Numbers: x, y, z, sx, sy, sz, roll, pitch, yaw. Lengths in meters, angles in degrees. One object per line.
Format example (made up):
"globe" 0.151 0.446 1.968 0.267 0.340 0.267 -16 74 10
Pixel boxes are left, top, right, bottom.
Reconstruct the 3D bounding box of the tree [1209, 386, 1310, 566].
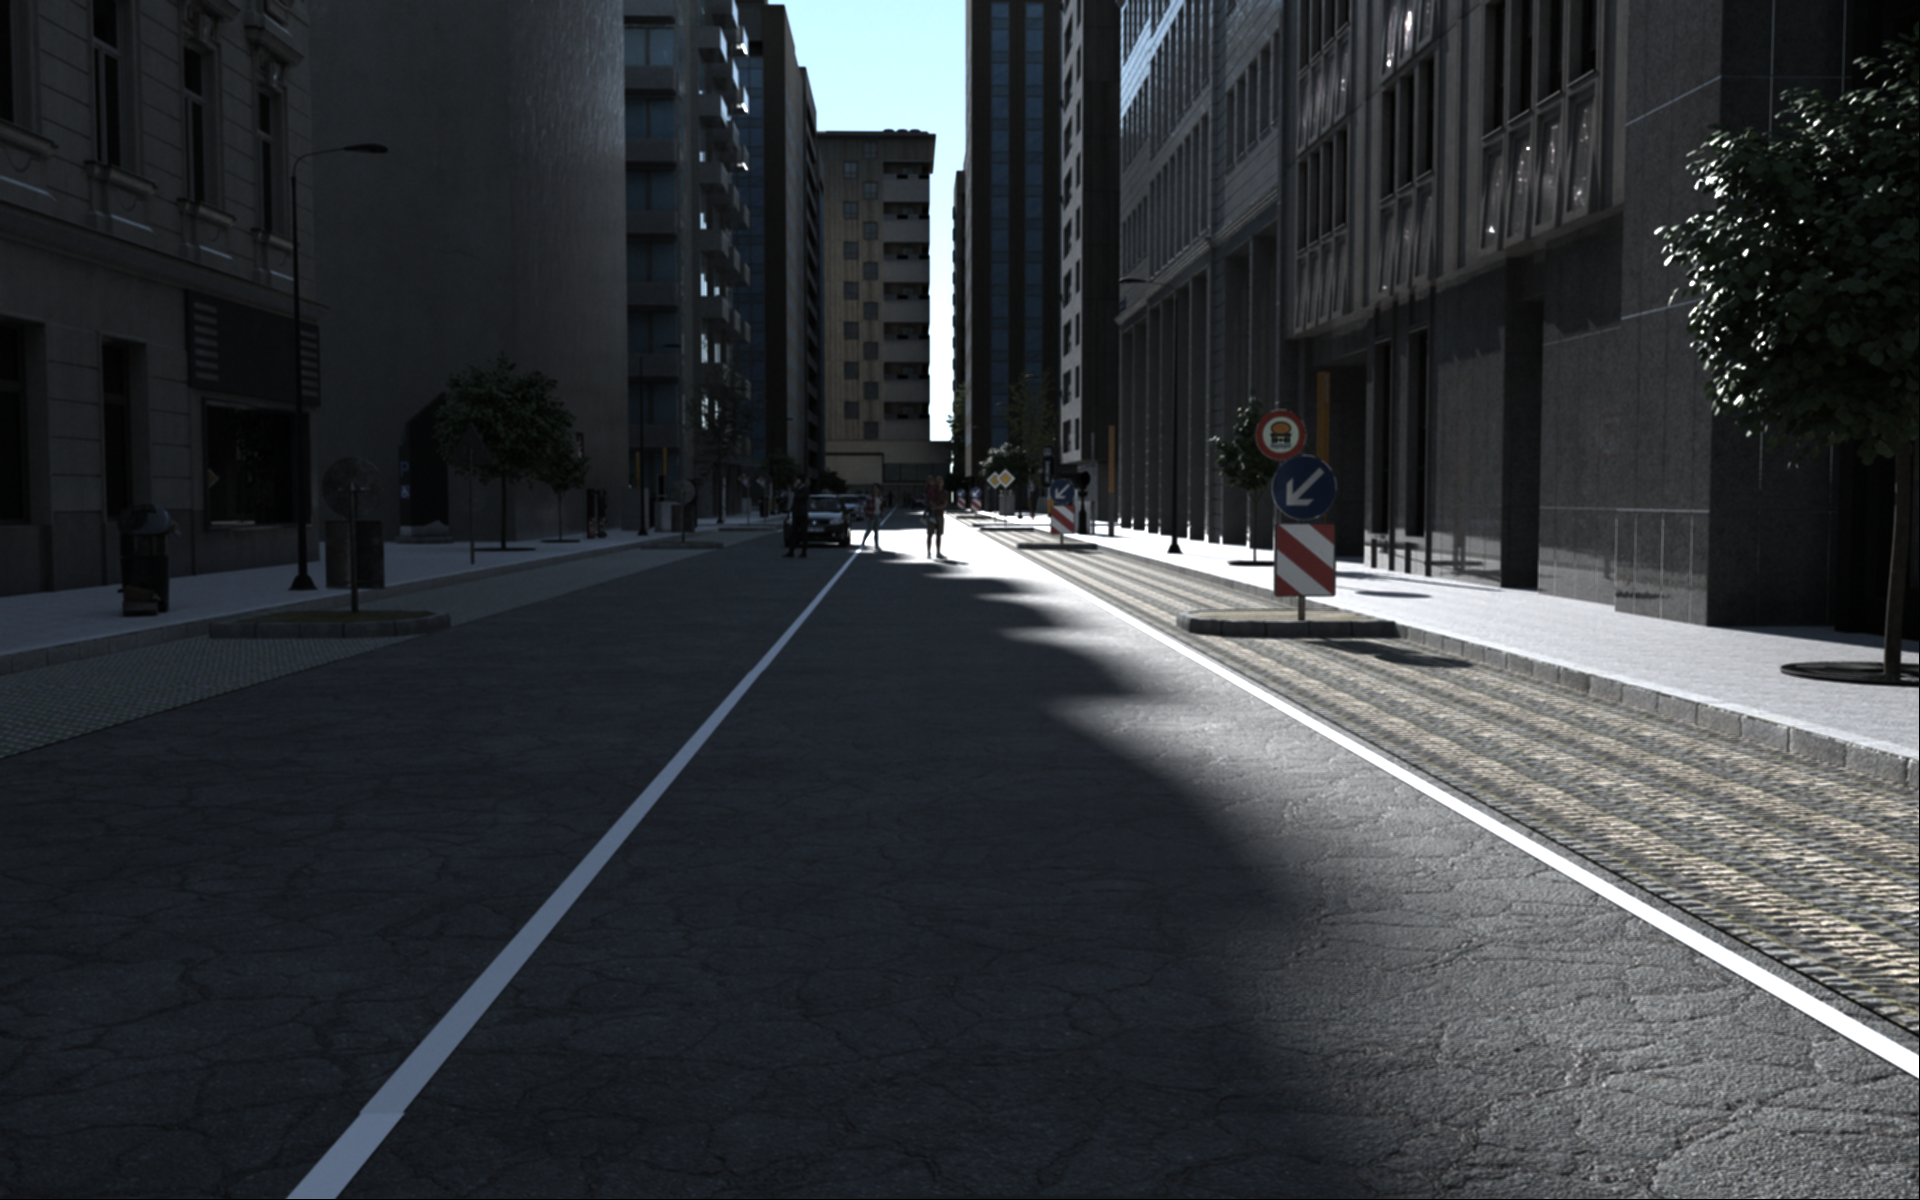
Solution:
"tree" 5.241 -2.250 31.388 1.663 3.219 1.824 0 3 0

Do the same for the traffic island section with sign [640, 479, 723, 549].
"traffic island section with sign" -7.276 -2.258 45.552 1.989 1.847 2.006 0 4 -2

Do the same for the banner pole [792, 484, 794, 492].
"banner pole" -14.269 -9.694 148.512 0.401 3.779 0.863 -2 4 -29

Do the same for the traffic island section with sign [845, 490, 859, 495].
"traffic island section with sign" -11.331 -10.326 177.451 1.989 1.847 2.006 0 4 -2

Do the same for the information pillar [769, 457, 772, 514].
"information pillar" -12.041 -7.291 110.567 0.183 3.616 0.504 1 4 12

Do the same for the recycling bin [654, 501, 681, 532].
"recycling bin" -9.895 -2.819 58.646 0.722 1.027 0.722 -2 4 -29

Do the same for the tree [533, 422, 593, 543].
"tree" -10.541 -3.152 46.133 1.663 3.219 1.824 0 3 0

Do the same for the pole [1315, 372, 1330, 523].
"pole" 6.067 -2.150 28.989 0.158 3.312 0.155 0 3 0

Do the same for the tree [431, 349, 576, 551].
"tree" -10.407 -3.405 39.381 4.285 4.588 4.351 0 3 0

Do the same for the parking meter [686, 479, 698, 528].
"parking meter" -10.178 -3.676 65.814 0.399 1.863 0.255 0 4 4

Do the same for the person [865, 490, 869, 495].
"person" -8.906 -9.629 166.077 1.348 1.807 0.705 -2 4 -27

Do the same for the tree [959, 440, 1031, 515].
"tree" 2.897 -7.861 112.248 4.285 4.588 4.351 0 3 0

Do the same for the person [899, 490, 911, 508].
"person" -5.673 -10.415 178.865 1.350 1.814 0.705 0 4 -1

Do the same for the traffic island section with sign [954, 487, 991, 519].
"traffic island section with sign" 0.795 -5.648 100.972 1.989 1.847 2.006 0 4 -2

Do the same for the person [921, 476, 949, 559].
"person" -0.580 -1.830 38.401 0.573 1.828 0.580 2 4 34

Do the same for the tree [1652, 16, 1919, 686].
"tree" 6.503 -1.733 12.053 4.285 4.588 4.351 0 3 0

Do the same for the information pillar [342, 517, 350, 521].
"information pillar" -14.854 -2.301 42.107 0.304 2.012 0.304 -2 4 -24

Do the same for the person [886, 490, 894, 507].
"person" -7.700 -11.160 190.930 1.348 1.831 0.705 3 5 39

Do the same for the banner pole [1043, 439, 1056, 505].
"banner pole" 4.096 -5.413 78.527 0.863 3.779 0.401 2 4 34

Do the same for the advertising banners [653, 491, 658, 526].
"advertising banners" -12.452 -4.350 67.314 2.074 3.025 0.090 -1 4 -10

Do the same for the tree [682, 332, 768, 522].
"tree" -10.851 -7.890 79.370 4.360 8.622 3.978 0 3 0

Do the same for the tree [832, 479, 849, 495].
"tree" -15.224 -14.148 225.926 1.663 3.219 1.824 0 3 0

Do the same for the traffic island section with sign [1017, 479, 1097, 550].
"traffic island section with sign" 2.501 -2.245 45.337 1.989 1.847 2.006 0 4 -2

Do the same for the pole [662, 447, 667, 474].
"pole" -12.906 -5.012 75.785 0.158 3.312 0.155 0 3 0

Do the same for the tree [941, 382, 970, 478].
"tree" 1.851 -14.639 157.467 7.486 12.596 7.792 0 3 0

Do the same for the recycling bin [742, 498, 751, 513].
"recycling bin" -14.378 -6.281 115.254 0.722 1.027 0.722 -3 5 -41

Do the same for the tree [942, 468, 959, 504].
"tree" 0.670 -11.557 172.676 4.285 4.588 4.351 0 3 0

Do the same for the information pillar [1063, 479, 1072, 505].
"information pillar" 5.162 -4.823 83.342 0.304 2.012 0.304 -3 4 -37

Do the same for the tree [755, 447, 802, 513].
"tree" -12.522 -8.310 119.575 4.285 4.588 4.351 0 3 0

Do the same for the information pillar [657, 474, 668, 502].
"information pillar" -10.921 -3.615 63.591 0.304 2.012 0.304 0 4 5

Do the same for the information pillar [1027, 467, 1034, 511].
"information pillar" 5.339 -8.525 130.738 0.504 3.616 0.183 -1 4 -13

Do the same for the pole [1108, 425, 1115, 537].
"pole" 4.509 -3.528 51.529 0.158 3.312 0.155 0 3 0

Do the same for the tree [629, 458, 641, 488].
"tree" -15.338 -5.083 77.707 1.663 3.219 1.824 0 3 0

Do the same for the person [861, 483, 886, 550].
"person" -2.228 -2.162 44.680 0.563 1.720 0.643 -3 5 -41

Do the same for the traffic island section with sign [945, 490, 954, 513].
"traffic island section with sign" -0.036 -7.309 128.129 1.989 1.847 2.006 0 4 -2

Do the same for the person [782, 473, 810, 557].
"person" -3.685 -1.923 39.298 0.474 1.900 0.648 -3 5 -42

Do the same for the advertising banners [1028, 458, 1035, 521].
"advertising banners" 3.424 -5.302 82.878 0.090 3.025 2.074 0 4 -6

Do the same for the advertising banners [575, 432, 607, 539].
"advertising banners" -10.625 -3.283 49.866 0.090 3.025 2.074 1 4 12

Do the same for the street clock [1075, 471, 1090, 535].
"street clock" 3.892 -3.080 54.920 0.358 2.002 0.471 3 5 44

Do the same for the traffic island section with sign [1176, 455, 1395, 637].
"traffic island section with sign" 3.338 -0.587 18.221 1.989 1.847 2.006 0 4 -2

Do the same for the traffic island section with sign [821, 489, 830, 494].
"traffic island section with sign" -9.782 -7.250 127.169 1.989 1.847 2.006 0 4 -2

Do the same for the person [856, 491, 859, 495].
"person" -9.435 -9.267 160.739 0.721 1.735 1.217 2 4 30

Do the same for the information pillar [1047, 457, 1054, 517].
"information pillar" 5.051 -6.413 96.213 0.504 3.616 0.183 -3 5 -44

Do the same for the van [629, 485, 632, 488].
"van" -15.345 -3.905 70.857 4.112 2.044 2.013 0 4 -3

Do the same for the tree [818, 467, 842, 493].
"tree" -15.781 -13.670 207.225 4.285 4.588 4.351 0 3 0

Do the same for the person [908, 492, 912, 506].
"person" -6.018 -12.169 208.259 0.742 1.727 0.445 2 4 27

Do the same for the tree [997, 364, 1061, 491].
"tree" 4.328 -9.080 98.816 4.737 8.622 4.395 0 3 0

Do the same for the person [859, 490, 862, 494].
"person" -10.048 -10.106 173.672 0.705 1.831 1.348 2 4 27

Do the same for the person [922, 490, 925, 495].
"person" -4.056 -10.862 185.955 0.599 1.838 0.709 0 4 1

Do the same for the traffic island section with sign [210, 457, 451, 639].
"traffic island section with sign" -6.438 -0.575 18.026 1.989 1.847 2.006 0 4 -2

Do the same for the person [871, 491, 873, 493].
"person" -11.582 -13.370 227.089 0.705 1.826 1.348 0 4 -1

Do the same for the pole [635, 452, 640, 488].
"pole" -15.541 -5.487 83.563 0.158 3.312 0.155 0 3 0
